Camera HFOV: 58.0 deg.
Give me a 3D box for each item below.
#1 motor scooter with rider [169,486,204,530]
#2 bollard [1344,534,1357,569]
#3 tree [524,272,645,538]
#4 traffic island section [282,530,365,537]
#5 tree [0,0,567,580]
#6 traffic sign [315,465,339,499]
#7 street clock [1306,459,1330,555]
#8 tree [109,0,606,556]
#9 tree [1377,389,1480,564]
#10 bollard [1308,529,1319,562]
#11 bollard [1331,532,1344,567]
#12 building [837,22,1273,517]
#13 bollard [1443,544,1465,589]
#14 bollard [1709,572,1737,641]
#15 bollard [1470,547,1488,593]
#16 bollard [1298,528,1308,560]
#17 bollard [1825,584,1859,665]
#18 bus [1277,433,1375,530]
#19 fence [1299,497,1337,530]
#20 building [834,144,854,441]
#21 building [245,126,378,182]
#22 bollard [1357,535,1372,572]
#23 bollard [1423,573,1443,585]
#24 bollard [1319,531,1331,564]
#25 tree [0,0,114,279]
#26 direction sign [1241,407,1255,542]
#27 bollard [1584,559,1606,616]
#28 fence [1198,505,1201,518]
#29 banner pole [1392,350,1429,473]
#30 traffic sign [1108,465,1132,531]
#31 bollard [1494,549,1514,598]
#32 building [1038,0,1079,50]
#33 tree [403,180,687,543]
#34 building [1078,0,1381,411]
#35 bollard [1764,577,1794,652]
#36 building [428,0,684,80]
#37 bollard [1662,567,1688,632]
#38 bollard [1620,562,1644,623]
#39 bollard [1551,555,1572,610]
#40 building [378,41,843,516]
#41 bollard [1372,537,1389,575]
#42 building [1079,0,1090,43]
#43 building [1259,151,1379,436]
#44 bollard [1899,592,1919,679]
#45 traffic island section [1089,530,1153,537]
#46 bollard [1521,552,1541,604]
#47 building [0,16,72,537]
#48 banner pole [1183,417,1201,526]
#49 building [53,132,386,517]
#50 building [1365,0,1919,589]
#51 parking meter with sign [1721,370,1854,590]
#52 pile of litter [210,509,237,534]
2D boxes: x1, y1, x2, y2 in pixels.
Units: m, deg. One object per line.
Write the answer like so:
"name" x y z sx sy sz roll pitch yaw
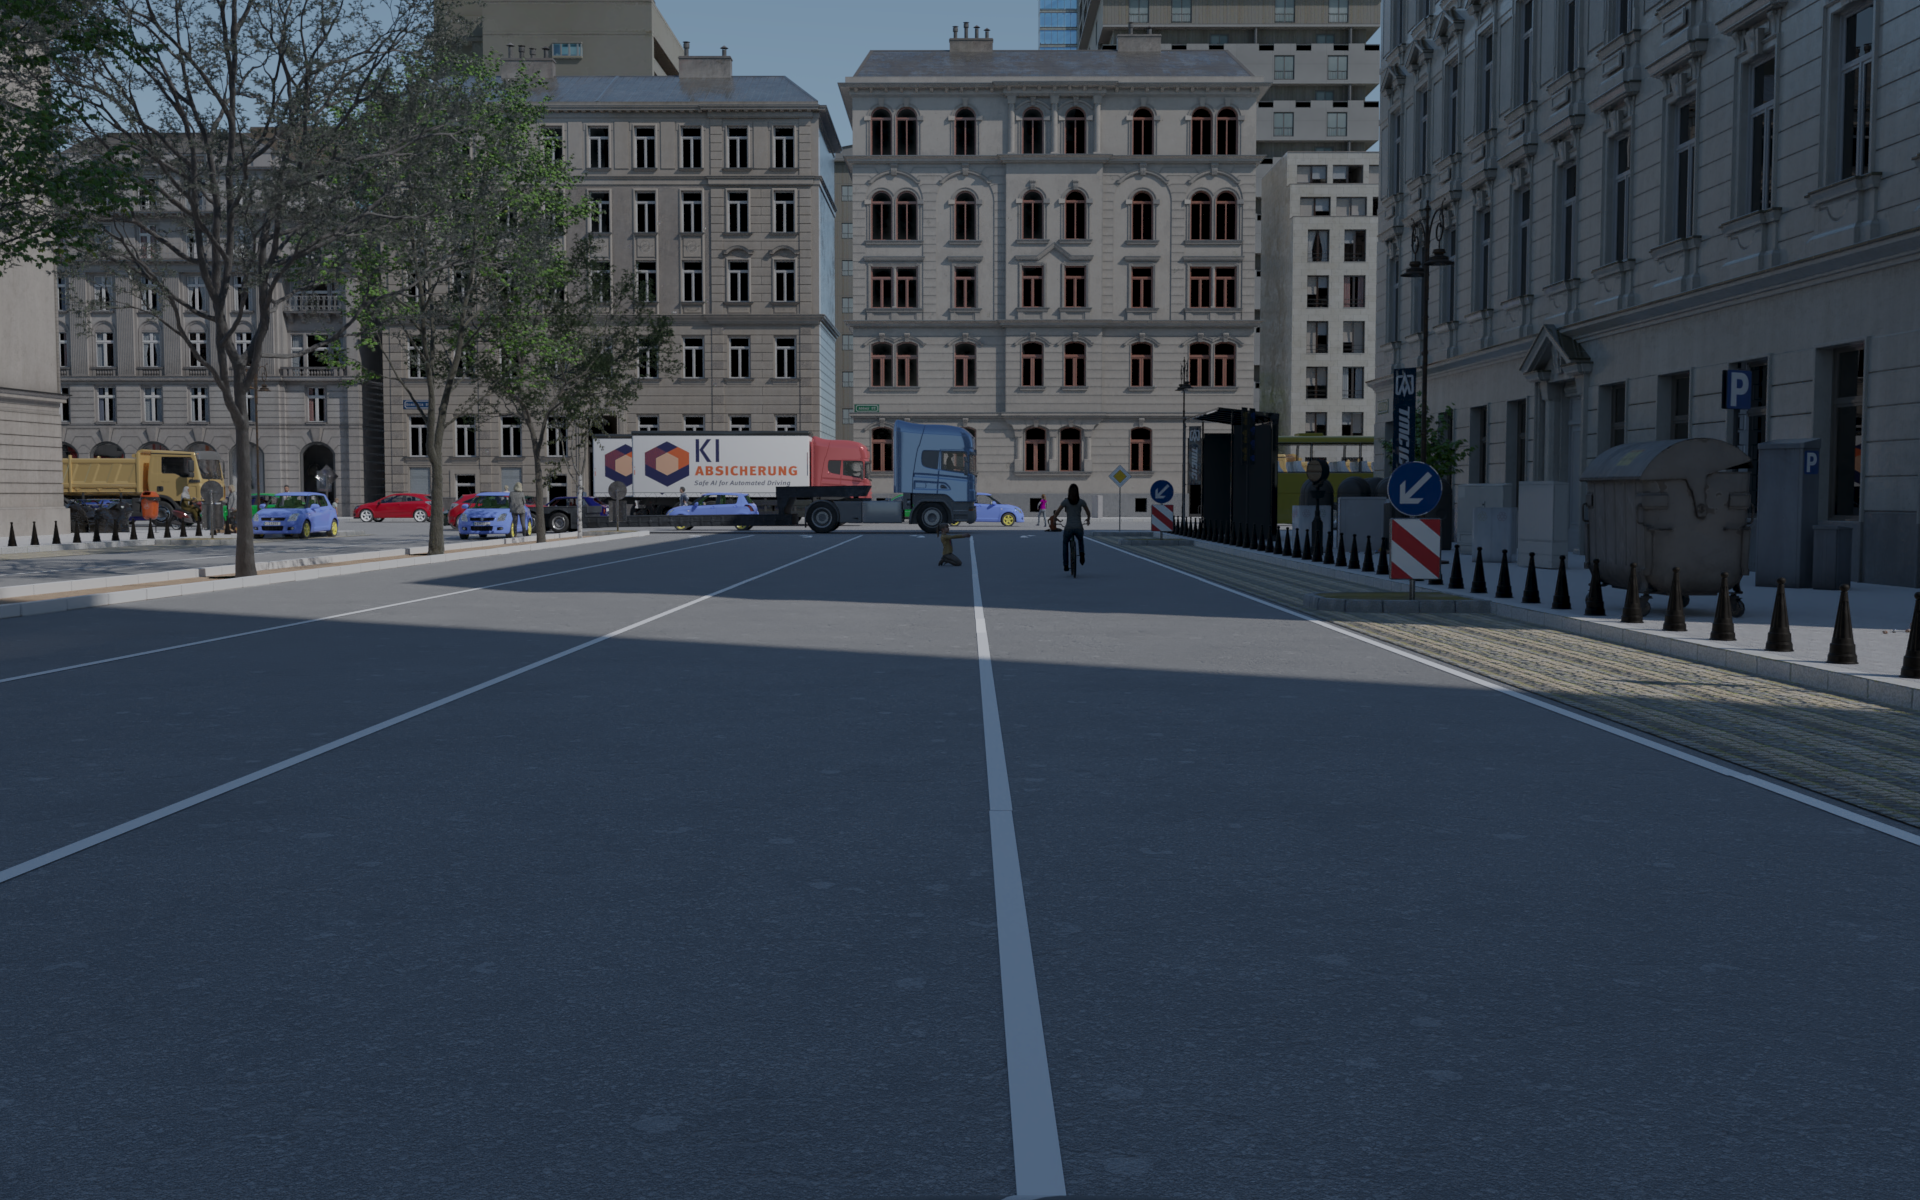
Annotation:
"motor scooter with rider" -30.558 -3.670 68.977 1.986 1.779 0.876 0 4 -1
"bollard" 6.759 -0.834 29.681 0.229 0.601 0.229 0 3 0
"tree" -12.214 -6.284 55.561 4.360 8.622 3.978 0 3 0
"traffic island section" -21.784 -2.284 59.617 2.009 0.180 2.903 0 4 0
"tree" -12.008 -7.084 28.651 12.009 13.543 11.850 0 3 0
"traffic sign" -21.761 -3.420 59.555 0.795 2.450 0.064 0 4 0
"street clock" 7.498 -1.942 36.318 0.358 2.002 0.471 -2 4 -32
"tree" -12.057 -6.822 39.757 9.928 11.665 9.643 0 3 0
"tree" 8.456 -2.292 32.081 1.663 3.219 1.824 0 3 0
"bollard" 6.763 -1.023 32.761 0.229 0.601 0.229 0 3 0
"bollard" 6.763 -0.897 30.708 0.229 0.601 0.229 0 3 0
"building" 5.166 -19.183 101.025 23.554 28.519 14.401 0 4 0
"bollard" 6.734 -0.455 23.483 0.229 0.601 0.229 0 3 0
"bollard" 6.704 0.051 15.204 0.229 0.601 0.229 0 3 0
"bollard" 6.728 -0.391 22.439 0.229 0.601 0.229 0 3 0
"bollard" 6.773 -1.085 33.788 0.229 0.601 0.229 0 3 0
"bollard" 6.693 0.179 13.123 0.229 0.601 0.229 0 3 0
"bus" 16.448 -4.463 64.509 12.252 3.916 2.896 0 4 -1
"fence" 12.303 -2.892 58.493 0.480 1.192 2.264 -3 5 -41
"building" -5.785 -41.471 267.281 27.495 52.752 28.713 0 4 0
"building" -78.617 -34.060 206.985 14.200 45.320 14.600 0 4 0
"bollard" 6.754 -0.770 28.635 0.229 0.601 0.229 0 3 0
"bollard" 6.737 -0.518 24.511 0.229 0.601 0.229 0 3 0
"bollard" 6.764 -0.960 31.735 0.229 0.601 0.229 0 3 0
"tree" -11.923 -5.471 17.660 9.928 11.665 9.643 0 3 0
"direction sign" 7.561 -3.272 45.492 0.379 3.537 0.876 2 4 32
"bollard" 6.716 -0.138 18.298 0.229 0.601 0.229 0 3 0
"fence" 13.558 -4.644 91.301 2.069 0.683 0.278 0 4 3
"banner pole" 7.860 -2.454 30.148 0.401 3.779 0.863 -3 5 -41
"traffic sign" 5.483 -3.412 59.433 0.795 2.450 0.064 0 4 0
"bollard" 6.728 -0.328 21.402 0.229 0.601 0.229 0 3 0
"building" 23.454 -58.181 263.933 31.000 86.520 22.319 0 4 0
"tree" -11.726 -6.836 48.636 8.767 10.594 7.601 0 4 0
"building" 27.201 -36.063 178.866 28.713 52.752 27.495 0 4 0
"bollard" 6.703 0.115 14.156 0.229 0.601 0.229 0 3 0
"building" -37.880 -33.102 164.915 21.300 48.544 21.600 0 4 0
"bollard" 6.708 -0.012 16.240 0.229 0.601 0.229 0 3 0
"bollard" 6.708 -0.075 17.271 0.229 0.601 0.229 0 3 0
"bollard" 6.717 -0.201 19.325 0.229 0.601 0.229 0 3 0
"building" -19.786 -18.568 100.848 25.104 27.353 12.463 0 4 0
"bollard" 6.745 -0.707 27.599 0.229 0.601 0.229 0 3 0
"building" 22.458 -46.733 202.329 20.563 71.187 20.611 0 4 0
"building" 26.635 -15.009 100.142 16.860 20.320 10.420 0 4 0
"bollard" 6.688 0.242 12.085 0.229 0.601 0.229 0 3 0
"traffic island section" 5.507 -2.277 59.511 2.009 0.180 2.903 0 4 0
"bollard" 6.722 -0.265 20.369 0.229 0.601 0.229 0 3 0
"building" -37.639 -11.359 50.355 19.286 19.102 10.561 0 4 0
"banner pole" 7.467 -4.044 56.131 0.863 3.779 0.401 3 5 40
"building" -44.916 -15.906 101.859 24.055 21.916 13.314 0 4 0
"building" 20.943 -15.682 32.822 17.030 29.872 44.131 0 4 0
"parking meter with sign" 11.354 -1.681 23.746 0.543 3.016 1.738 -2 4 -31
"pile of litter" -24.033 -2.625 56.890 1.176 0.858 1.719 0 4 -8
